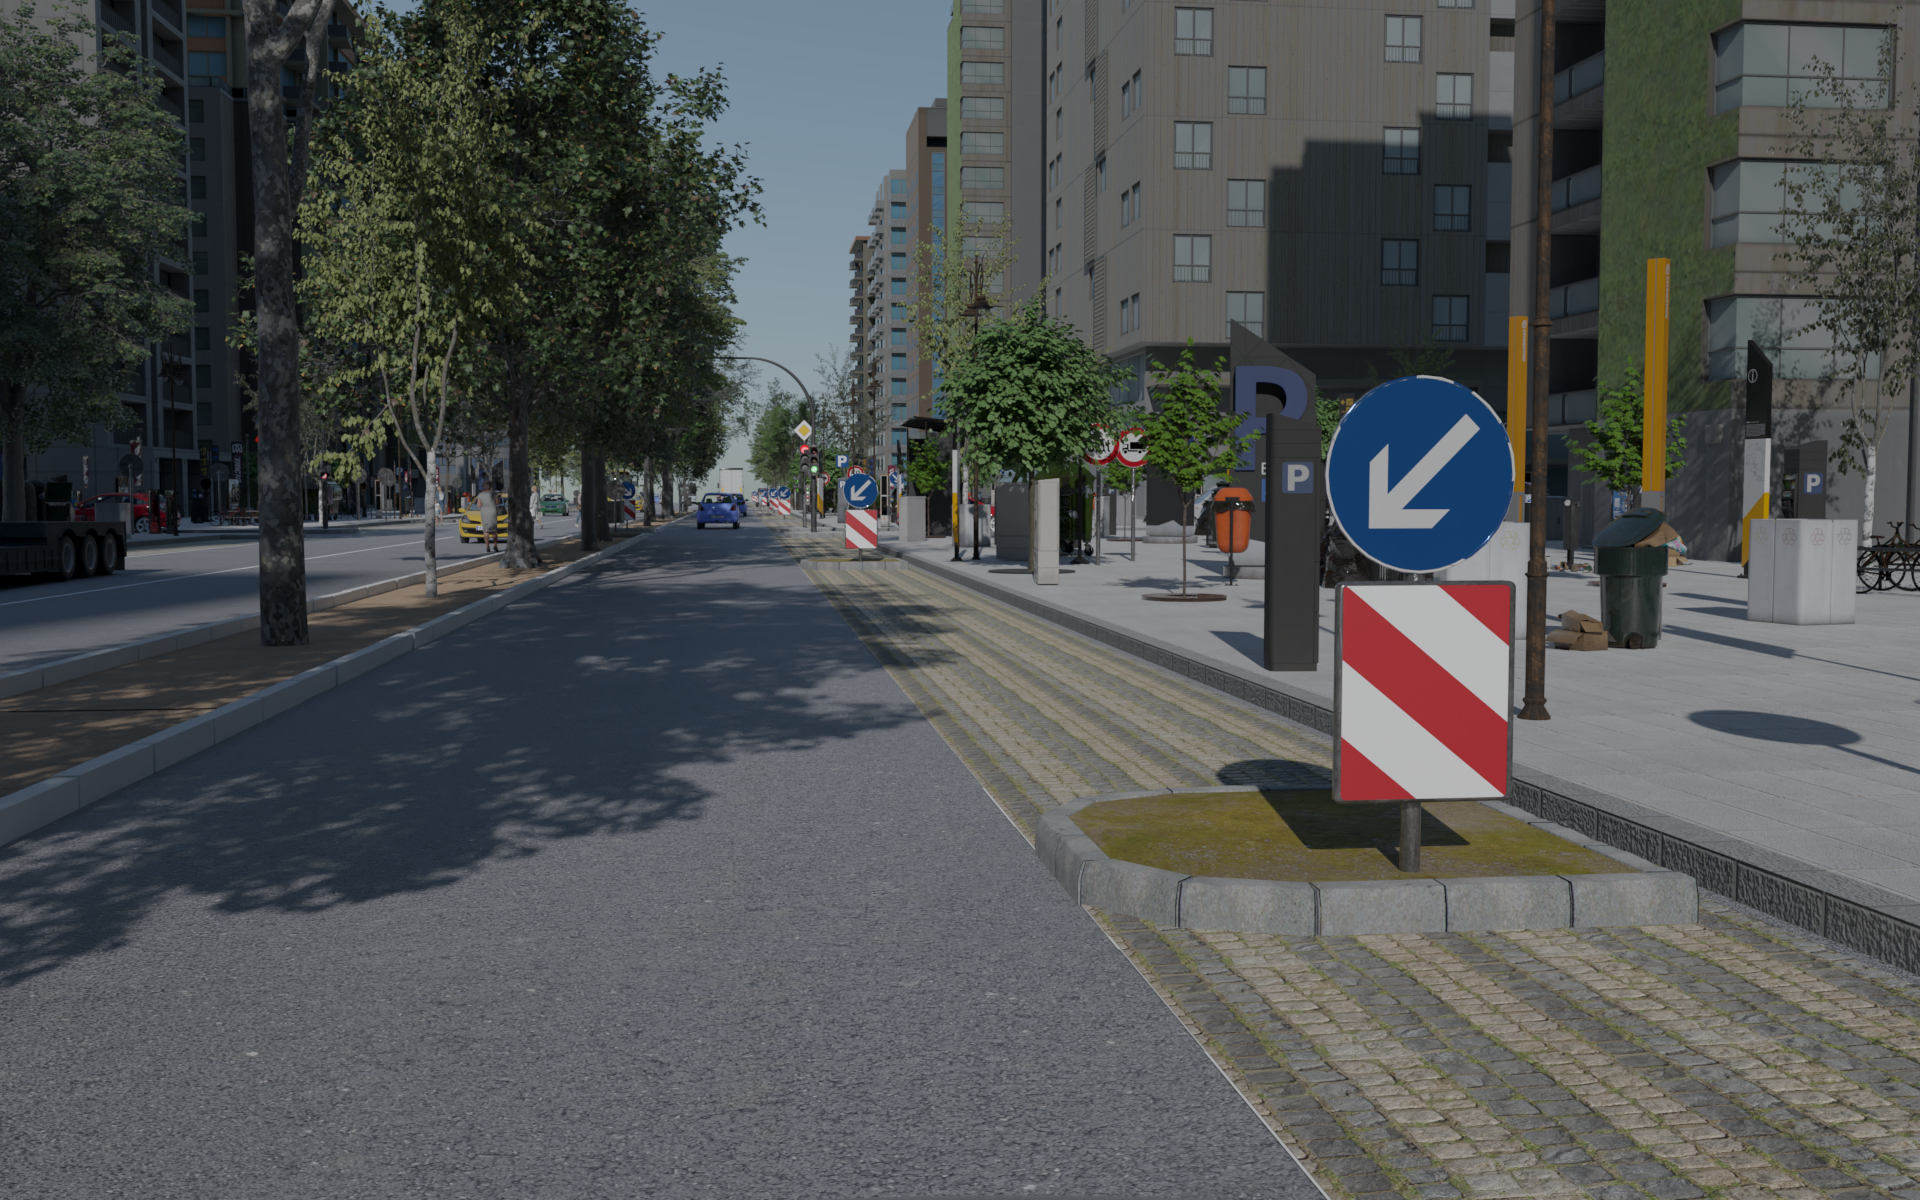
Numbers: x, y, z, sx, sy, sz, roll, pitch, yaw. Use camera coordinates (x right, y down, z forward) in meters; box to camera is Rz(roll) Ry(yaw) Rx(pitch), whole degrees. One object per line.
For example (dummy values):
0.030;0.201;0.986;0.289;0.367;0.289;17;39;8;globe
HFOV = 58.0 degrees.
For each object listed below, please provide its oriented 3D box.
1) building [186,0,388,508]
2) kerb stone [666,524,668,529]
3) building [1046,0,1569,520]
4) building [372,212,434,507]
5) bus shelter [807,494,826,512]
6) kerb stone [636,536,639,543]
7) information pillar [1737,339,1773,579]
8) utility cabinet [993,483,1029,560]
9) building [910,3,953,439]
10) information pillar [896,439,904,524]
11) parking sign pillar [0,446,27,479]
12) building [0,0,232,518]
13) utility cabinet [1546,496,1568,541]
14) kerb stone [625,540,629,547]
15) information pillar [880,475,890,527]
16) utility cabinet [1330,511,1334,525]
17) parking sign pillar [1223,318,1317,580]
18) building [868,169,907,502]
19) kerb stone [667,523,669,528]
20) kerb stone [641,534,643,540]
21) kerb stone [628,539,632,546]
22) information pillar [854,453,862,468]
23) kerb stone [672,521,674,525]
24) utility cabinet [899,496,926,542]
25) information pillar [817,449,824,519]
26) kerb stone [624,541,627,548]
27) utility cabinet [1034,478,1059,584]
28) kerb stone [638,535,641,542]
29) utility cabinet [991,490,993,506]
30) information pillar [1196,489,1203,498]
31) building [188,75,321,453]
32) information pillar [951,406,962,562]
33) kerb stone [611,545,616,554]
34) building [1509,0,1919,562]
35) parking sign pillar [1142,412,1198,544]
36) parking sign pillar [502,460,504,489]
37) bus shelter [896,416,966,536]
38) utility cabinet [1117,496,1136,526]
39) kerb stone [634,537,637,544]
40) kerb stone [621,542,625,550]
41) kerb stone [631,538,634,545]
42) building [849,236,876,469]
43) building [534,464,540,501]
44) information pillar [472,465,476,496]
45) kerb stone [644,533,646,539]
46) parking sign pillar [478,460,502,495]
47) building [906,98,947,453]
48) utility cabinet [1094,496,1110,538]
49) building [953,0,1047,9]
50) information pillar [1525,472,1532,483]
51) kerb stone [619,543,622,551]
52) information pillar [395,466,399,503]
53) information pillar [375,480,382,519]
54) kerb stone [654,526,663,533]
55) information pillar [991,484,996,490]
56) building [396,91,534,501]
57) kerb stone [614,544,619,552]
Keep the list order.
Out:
-62.256;-30.195;148.319;22.147;44.769;28.867;0;4;-7;building
-11.986;-2.919;69.931;0.120;0.150;1.000;0;4;-7;kerb stone
20.011;-31.101;97.746;27.495;52.752;28.713;0;4;-7;building
-60.412;-24.420;170.966;14.160;30.474;14.107;0;4;-7;building
-10.582;-8.176;124.963;1.731;3.624;6.357;0;4;-7;bus shelter
-9.458;-1.706;50.096;0.120;0.150;1.000;0;4;-7;kerb stone
11.996;-2.124;26.083;0.183;3.616;0.504;-1;4;-13;information pillar
1.250;-1.502;33.230;1.173;1.500;0.318;3;5;39;utility cabinet
7.530;-52.693;174.194;22.319;86.520;31.000;0;4;-7;building
-2.596;-5.038;73.733;0.183;3.616;0.504;-1;4;-14;information pillar
-46.609;-5.912;85.130;1.447;3.967;1.447;-1;4;-13;parking sign pillar
-53.084;-40.255;96.415;20.563;71.187;20.611;0;4;-7;building
16.334;-2.250;47.941;1.020;1.237;0.306;-2;4;-26;utility cabinet
-8.944;-1.456;46.027;0.120;0.150;1.000;0;4;-7;kerb stone
-2.875;-3.802;66.651;0.304;2.012;0.304;1;4;14;information pillar
9.296;-1.880;41.893;0.306;1.237;1.020;3;5;40;utility cabinet
4.773;-2.323;26.456;1.447;3.967;1.447;0;4;7;parking sign pillar
-1.942;-38.950;256.443;23.786;49.044;30.456;0;4;-7;building
-12.110;-2.982;70.954;0.120;0.150;1.000;0;4;-7;kerb stone
-9.712;-1.827;52.125;0.120;0.150;1.000;0;4;-7;kerb stone
-9.066;-1.517;47.042;0.120;0.150;1.000;0;4;-7;kerb stone
-5.403;-6.089;90.914;0.504;3.616;0.183;2;4;26;information pillar
-12.763;-3.293;76.040;0.120;0.150;1.000;0;4;-7;kerb stone
-1.284;-2.154;46.380;0.306;1.237;1.020;2;4;26;utility cabinet
-7.248;-6.023;89.832;0.183;3.616;0.504;1;4;21;information pillar
-8.813;-1.393;45.010;0.120;0.150;1.000;0;4;-7;kerb stone
1.226;-0.988;24.835;0.318;1.500;1.173;0;4;0;utility cabinet
-9.585;-1.764;51.111;0.120;0.150;1.000;0;4;-7;kerb stone
2.031;-4.976;90.033;0.318;1.500;1.173;2;4;32;utility cabinet
11.281;-4.715;81.580;0.304;2.012;0.304;1;4;23;information pillar
-54.512;-21.486;122.992;14.160;30.474;14.107;0;4;-7;building
-0.072;-2.539;32.875;0.183;3.616;0.504;0;4;6;information pillar
-8.295;-1.146;40.939;0.120;0.150;1.000;0;4;-7;kerb stone
20.548;-21.740;39.038;14.154;41.232;14.086;0;4;-7;building
5.492;-3.470;45.199;1.447;3.967;1.447;-3;5;-44;parking sign pillar
-36.669;-9.063;136.645;1.447;3.967;1.447;0;4;-6;parking sign pillar
-0.915;-3.912;55.242;1.731;3.624;6.357;0;4;-7;bus shelter
6.677;-3.567;69.479;0.306;1.237;1.020;-2;4;-27;utility cabinet
-9.325;-1.644;49.075;0.120;0.150;1.000;0;4;-7;kerb stone
-8.672;-1.333;43.991;0.120;0.150;1.000;0;4;-7;kerb stone
-9.207;-1.582;48.060;0.120;0.150;1.000;0;4;-7;kerb stone
-6.974;-38.695;287.292;22.147;44.769;28.867;0;4;-7;building
-72.836;-30.288;266.910;14.160;30.474;14.107;0;4;-7;building
-38.647;-8.944;137.589;0.183;3.616;0.504;1;4;12;information pillar
-9.978;-1.956;54.175;0.120;0.150;1.000;0;4;-7;kerb stone
-36.618;-8.909;134.141;1.447;3.967;1.447;0;4;4;parking sign pillar
1.422;-33.474;197.416;14.600;45.320;14.200;0;4;-7;building
4.198;-2.454;51.291;0.306;1.237;1.020;1;4;14;utility cabinet
6.226;-27.575;134.454;14.154;41.232;14.086;0;4;-7;building
18.558;-3.207;56.920;0.304;2.012;0.304;-1;4;-16;information pillar
-8.554;-1.270;42.975;0.120;0.150;1.000;0;4;-7;kerb stone
-44.443;-8.907;136.985;0.183;3.616;0.504;2;4;35;information pillar
-30.338;-5.253;90.376;0.304;2.012;0.304;-1;4;-13;information pillar
-11.467;-2.668;65.856;0.120;0.150;1.000;0;4;-7;kerb stone
2.383;-7.077;120.205;0.304;2.012;0.304;2;4;31;information pillar
-72.967;-42.976;244.649;21.231;58.520;28.212;0;4;-7;building
-8.431;-1.209;41.958;0.120;0.150;1.000;0;4;-7;kerb stone
